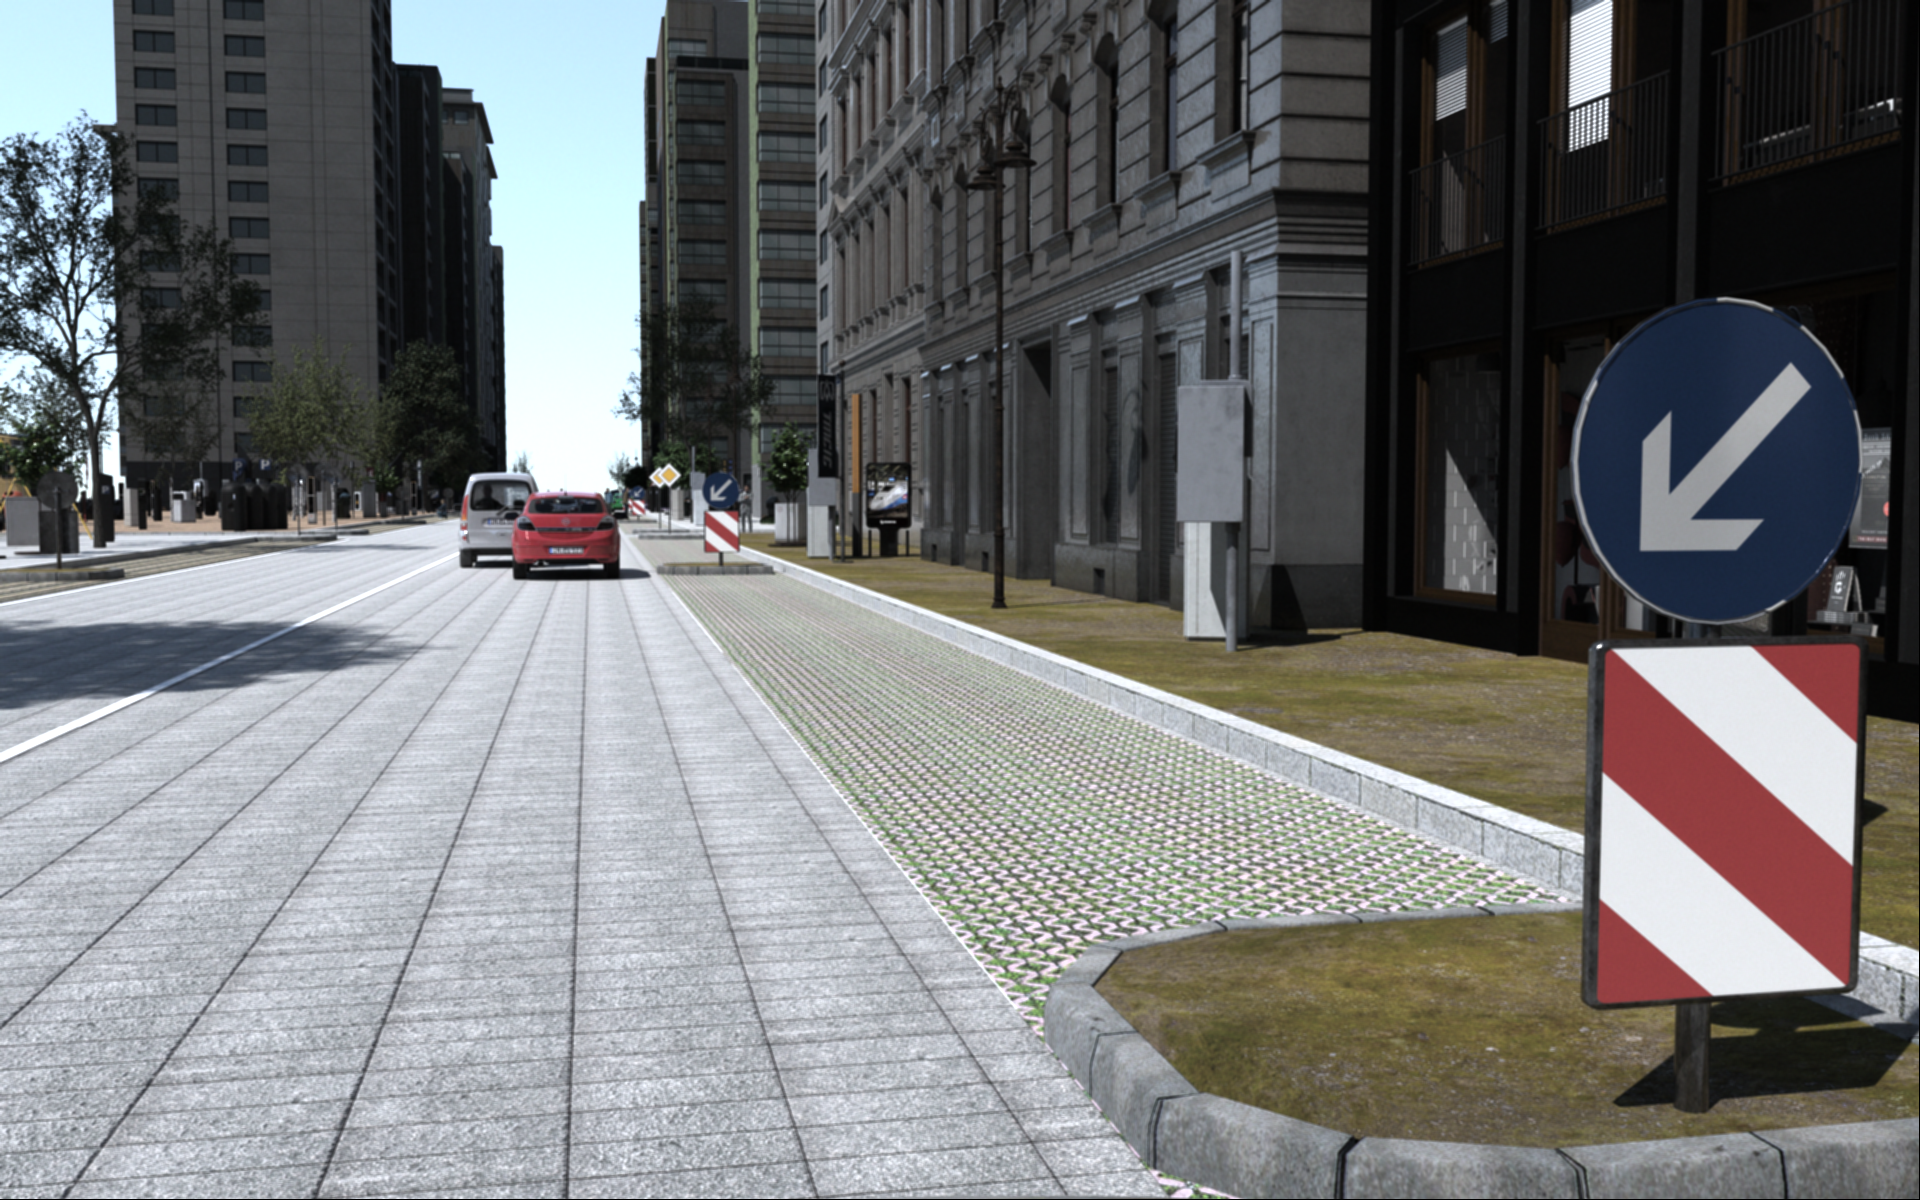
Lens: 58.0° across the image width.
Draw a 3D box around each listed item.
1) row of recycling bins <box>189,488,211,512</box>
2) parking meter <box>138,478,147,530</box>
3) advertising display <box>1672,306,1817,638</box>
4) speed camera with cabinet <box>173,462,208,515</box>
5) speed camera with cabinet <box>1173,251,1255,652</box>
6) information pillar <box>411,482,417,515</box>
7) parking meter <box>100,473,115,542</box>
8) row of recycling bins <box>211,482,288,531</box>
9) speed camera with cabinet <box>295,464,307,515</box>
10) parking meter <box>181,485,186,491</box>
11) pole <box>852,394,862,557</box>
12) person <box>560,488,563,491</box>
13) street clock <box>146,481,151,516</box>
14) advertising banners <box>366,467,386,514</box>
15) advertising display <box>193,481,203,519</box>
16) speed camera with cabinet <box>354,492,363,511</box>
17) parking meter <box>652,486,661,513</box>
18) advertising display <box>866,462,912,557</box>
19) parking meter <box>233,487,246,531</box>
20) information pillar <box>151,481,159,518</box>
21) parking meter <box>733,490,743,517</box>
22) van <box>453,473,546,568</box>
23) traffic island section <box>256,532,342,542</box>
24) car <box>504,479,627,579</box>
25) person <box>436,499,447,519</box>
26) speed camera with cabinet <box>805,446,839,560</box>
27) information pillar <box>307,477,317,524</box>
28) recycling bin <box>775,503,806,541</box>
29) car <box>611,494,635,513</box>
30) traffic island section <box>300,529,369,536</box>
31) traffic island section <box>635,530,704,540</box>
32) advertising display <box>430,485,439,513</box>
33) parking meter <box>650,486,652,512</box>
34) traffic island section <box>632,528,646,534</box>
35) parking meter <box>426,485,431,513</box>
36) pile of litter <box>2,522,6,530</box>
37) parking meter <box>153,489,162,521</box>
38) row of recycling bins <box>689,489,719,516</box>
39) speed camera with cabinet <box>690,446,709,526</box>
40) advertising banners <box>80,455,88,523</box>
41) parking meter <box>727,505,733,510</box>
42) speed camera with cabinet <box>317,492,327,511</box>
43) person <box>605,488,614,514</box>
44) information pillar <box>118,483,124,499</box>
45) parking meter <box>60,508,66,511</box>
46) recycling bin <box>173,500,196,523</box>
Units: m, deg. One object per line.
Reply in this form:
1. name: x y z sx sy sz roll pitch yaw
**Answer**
1. row of recycling bins: -54.991 -7.266 125.915 1.069 1.692 3.534 0 4 -1
2. parking meter: -29.595 -3.484 62.678 0.255 1.863 0.399 -2 4 -24
3. advertising display: 2.853 -0.071 6.370 0.123 1.923 0.974 0 4 3
4. speed camera with cabinet: -47.296 -6.847 106.289 2.038 3.252 0.660 0 4 -2
5. speed camera with cabinet: 2.211 -1.258 14.909 0.660 3.252 2.038 1 4 12
6. information pillar: -32.829 -6.095 104.149 0.304 2.012 0.304 -1 4 -14
7. parking meter: -22.841 -2.486 46.363 0.399 1.863 0.255 -1 4 -21
8. row of recycling bins: -25.367 -3.383 62.431 1.069 1.692 3.534 1 4 8
9. speed camera with cabinet: -40.361 -6.819 105.818 0.660 3.252 2.038 -1 4 -14
10. parking meter: -48.557 -6.276 108.315 0.255 1.863 0.399 -1 4 -18
11. pole: -2.106 -2.546 35.474 0.158 3.312 0.155 0 3 0
12. person: -27.896 -6.906 121.423 0.388 1.821 0.555 2 4 23
13. street clock: -46.615 -5.808 99.529 0.471 2.002 0.358 -1 4 -22
14. advertising banners: -37.808 -7.171 113.430 2.074 3.025 0.090 -2 4 -29
15. advertising display: -38.782 -5.076 88.199 0.123 1.923 0.974 -3 5 -43
16. speed camera with cabinet: -45.551 -8.441 132.340 2.038 3.252 0.660 3 5 43
17. parking meter: -20.920 -6.998 120.128 0.399 1.863 0.255 3 5 39
18. advertising display: -1.457 -1.847 35.406 0.974 1.923 0.123 1 4 23
19. parking meter: -24.769 -3.127 59.533 0.372 1.533 0.369 0 3 0
20. information pillar: -43.662 -5.473 93.973 0.304 2.012 0.304 3 5 40
21. parking meter: -12.224 -5.367 96.158 0.372 1.533 0.369 0 3 0
22. van: -9.286 -1.727 35.243 2.013 2.044 4.112 -1 4 -14
23. traffic island section: -20.341 -1.894 53.254 2.009 0.180 2.903 -1 4 -12
24. car: -6.979 -1.325 30.697 2.155 1.783 4.494 -1 4 -13
25. person: -30.001 -5.262 100.027 0.738 1.151 1.012 0 4 4
26. speed camera with cabinet: -2.752 -2.445 34.308 0.660 3.252 2.038 0 4 -6
27. information pillar: -27.850 -4.279 74.448 0.304 2.012 0.304 0 4 -3
28. recycling bin: -4.646 -2.151 47.723 0.722 1.027 0.722 1 4 17
29. car: -26.096 -7.660 134.034 1.959 1.807 4.718 -1 4 -12
30. traffic island section: -22.002 -2.372 61.065 2.009 0.180 2.903 -1 4 -12
31. traffic island section: -9.295 -2.037 55.589 2.009 0.180 2.903 -1 4 -12
32. advertising display: -36.512 -7.034 120.225 0.123 1.923 0.974 1 4 22
33. parking meter: -21.494 -7.052 121.013 0.255 1.863 0.399 -2 4 -32
34. traffic island section: -10.956 -2.515 63.400 2.009 0.180 2.903 -1 4 -12
35. parking meter: -36.058 -6.838 117.516 0.255 1.863 0.399 -1 4 -17
36. pile of litter: -35.881 -3.228 66.749 1.719 0.858 1.176 -2 4 -35
37. parking meter: -38.162 -4.523 82.355 0.372 1.533 0.369 0 3 0
38. row of recycling bins: -15.310 -5.961 104.575 1.069 1.692 3.534 1 4 17
39. speed camera with cabinet: -10.655 -4.688 70.989 0.660 3.252 2.038 -1 4 -14
40. advertising banners: -39.245 -4.981 77.634 0.090 3.025 2.074 -2 4 -35
41. parking meter: -13.128 -5.539 98.971 0.372 1.533 0.369 0 3 0
42. speed camera with cabinet: -48.491 -8.265 129.468 2.038 3.252 0.660 -3 4 -37
43. person: -20.817 -5.746 102.786 0.601 1.785 0.444 3 4 38
44. information pillar: -53.824 -6.526 111.193 0.304 2.012 0.304 -1 4 -18
45. parking meter: -41.160 -4.336 79.307 0.372 1.533 0.369 0 3 0
46. recycling bin: -34.825 -3.990 77.785 0.722 1.027 0.722 3 5 40
